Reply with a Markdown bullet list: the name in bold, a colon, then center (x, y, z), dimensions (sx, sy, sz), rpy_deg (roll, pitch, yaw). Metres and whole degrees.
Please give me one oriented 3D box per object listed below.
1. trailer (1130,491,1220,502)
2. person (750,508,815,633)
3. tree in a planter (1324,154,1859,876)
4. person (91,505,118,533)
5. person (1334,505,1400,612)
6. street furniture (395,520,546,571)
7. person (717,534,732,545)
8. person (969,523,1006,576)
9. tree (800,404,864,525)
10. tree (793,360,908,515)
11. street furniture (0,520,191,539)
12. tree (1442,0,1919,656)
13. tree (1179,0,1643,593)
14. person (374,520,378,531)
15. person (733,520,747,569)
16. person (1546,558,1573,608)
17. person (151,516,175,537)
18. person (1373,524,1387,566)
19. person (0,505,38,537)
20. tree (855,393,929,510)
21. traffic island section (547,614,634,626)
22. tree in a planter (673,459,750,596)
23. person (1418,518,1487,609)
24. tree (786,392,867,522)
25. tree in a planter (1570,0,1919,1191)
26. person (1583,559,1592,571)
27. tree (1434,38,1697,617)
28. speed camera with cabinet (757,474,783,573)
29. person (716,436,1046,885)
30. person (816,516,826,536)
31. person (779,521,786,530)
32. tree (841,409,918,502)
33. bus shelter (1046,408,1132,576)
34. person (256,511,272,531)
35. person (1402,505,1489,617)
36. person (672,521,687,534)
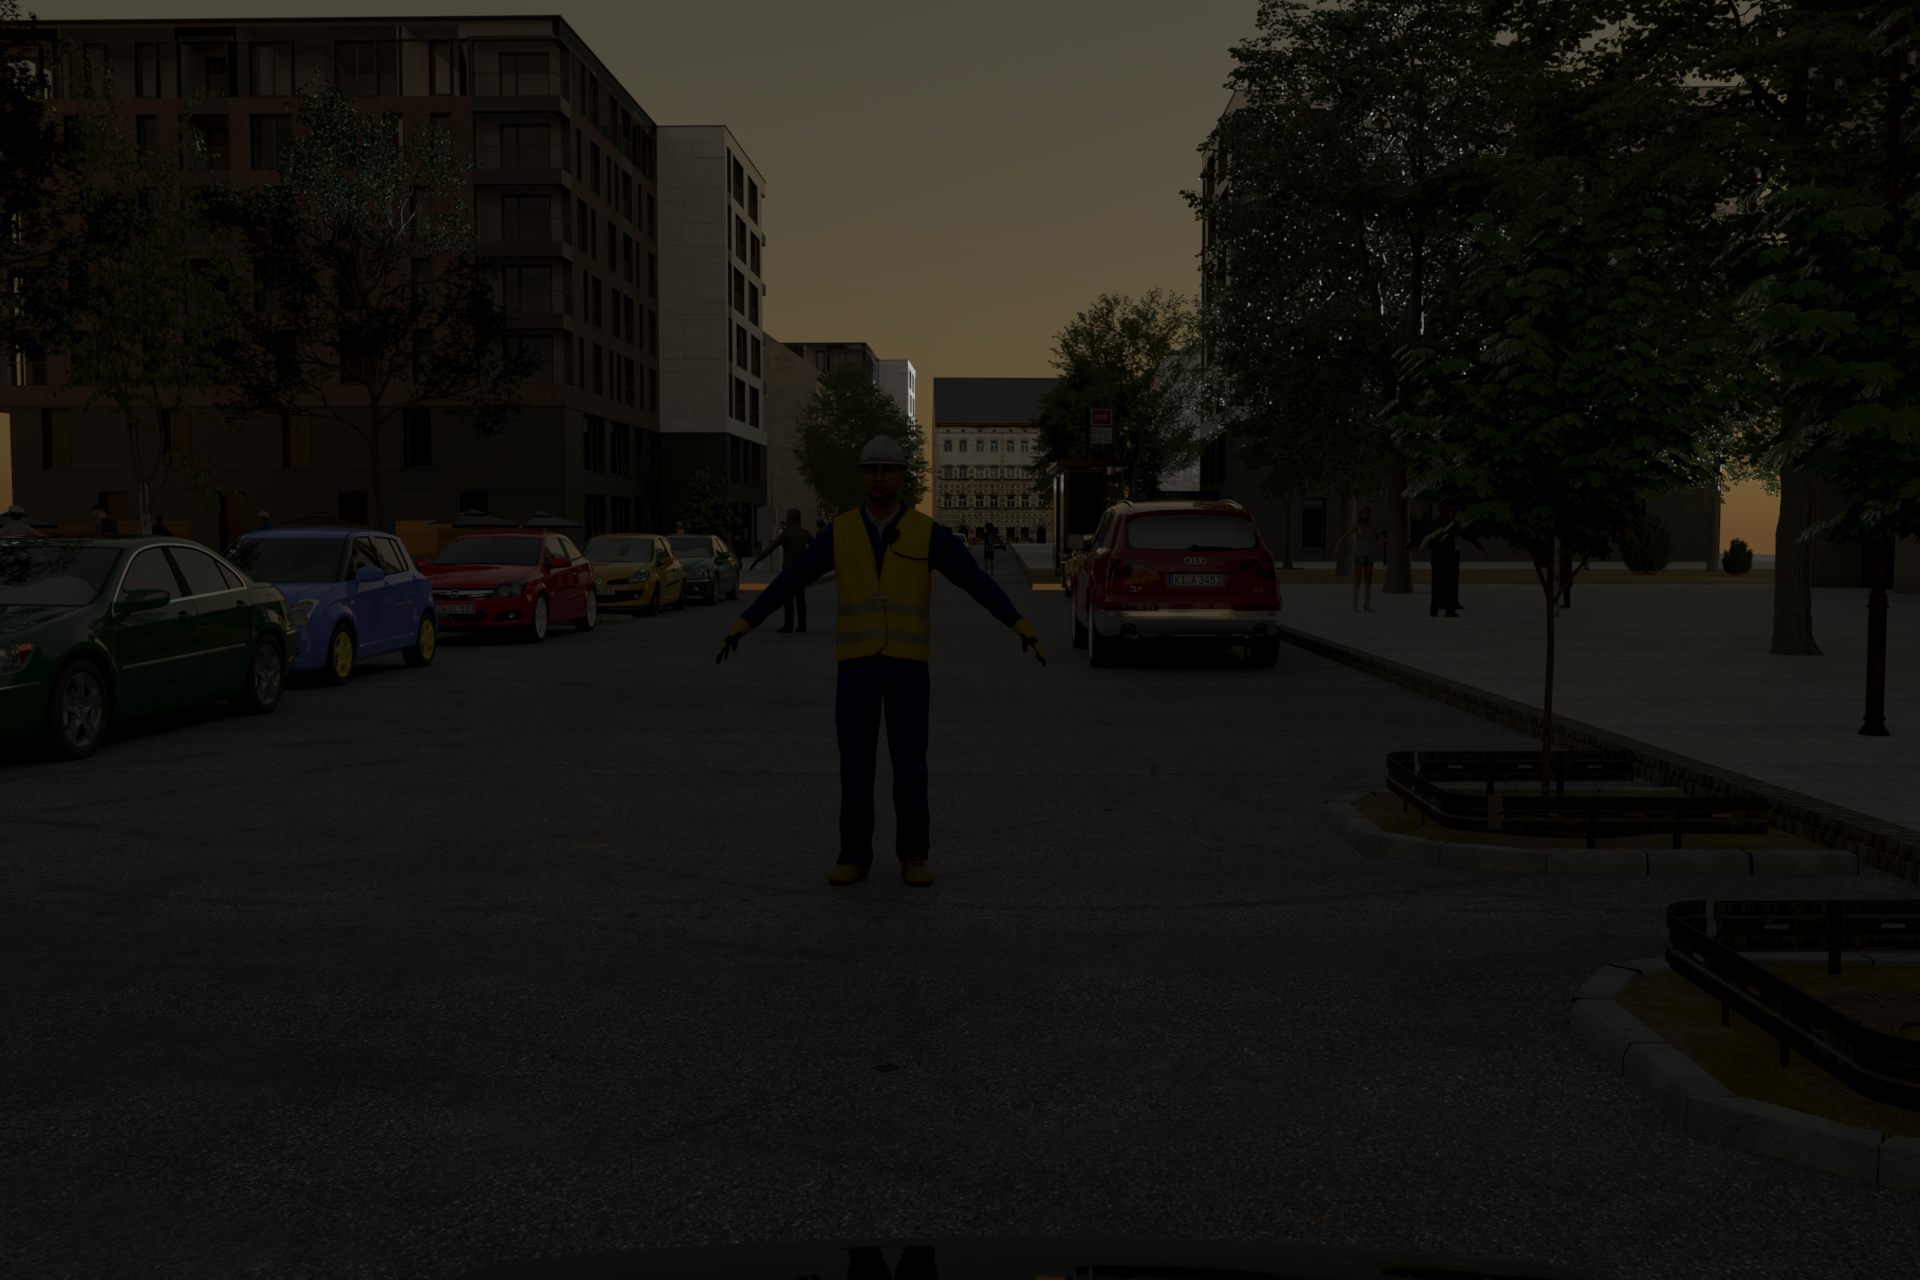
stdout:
- **trailer**: center (2.972, -1.086, 24.812), dimensions (1.471, 1.999, 3.904), rpy_deg (0, 4, 1)
- **person**: center (-2.436, -1.018, 25.227), dimensions (1.348, 1.813, 0.705), rpy_deg (-3, 4, -38)
- **tree in a planter**: center (2.805, -0.670, 8.184), dimensions (1.991, 3.239, 1.994), rpy_deg (0, 4, 2)
- **person**: center (-14.137, -1.347, 28.511), dimensions (0.683, 1.767, 0.568), rpy_deg (2, 4, 32)
- **person**: center (6.683, -1.340, 28.524), dimensions (1.214, 1.753, 0.721), rpy_deg (-1, 4, -18)
- **street furniture**: center (-17.352, -3.165, 58.603), dimensions (9.812, 1.723, 11.010), rpy_deg (3, 5, 42)
- **person**: center (-8.362, -3.199, 58.436), dimensions (1.347, 1.817, 0.704), rpy_deg (-1, 4, -10)
- **person**: center (0.986, -3.116, 59.548), dimensions (1.345, 1.843, 0.704), rpy_deg (-1, 4, -20)
- **tree**: center (-7.591, -9.061, 98.505), dimensions (4.360, 8.622, 3.978), rpy_deg (0, 3, 0)
- **tree**: center (-7.350, -11.935, 113.258), dimensions (7.486, 12.596, 7.792), rpy_deg (0, 3, 0)
- **street furniture**: center (-29.853, -3.071, 57.057), dimensions (11.010, 1.723, 9.812), rpy_deg (3, 4, 36)
- **tree**: center (8.661, -6.094, 17.766), dimensions (7.486, 12.596, 7.792), rpy_deg (0, 3, 0)
- **tree**: center (9.668, -7.997, 37.414), dimensions (9.857, 13.997, 8.962), rpy_deg (0, 3, 0)
- **person**: center (-22.282, -3.698, 66.398), dimensions (1.347, 1.837, 0.705), rpy_deg (1, 4, 23)
- **person**: center (-8.142, -3.533, 63.545), dimensions (0.705, 1.856, 1.354), rpy_deg (0, 4, -1)
- **person**: center (10.406, -1.429, 30.135), dimensions (1.217, 1.736, 0.721), rpy_deg (-1, 4, -20)
- **person**: center (-22.935, -2.668, 49.752), dimensions (1.346, 1.812, 0.704), rpy_deg (1, 4, 18)
- **person**: center (17.196, -3.842, 69.545), dimensions (1.216, 1.740, 0.721), rpy_deg (1, 4, 8)
- **person**: center (-16.311, -1.435, 29.929), dimensions (1.216, 1.778, 0.721), rpy_deg (-3, 5, -41)
- **tree**: center (-5.953, -13.560, 139.840), dimensions (7.486, 12.596, 7.792), rpy_deg (0, 3, 0)
- **traffic island section**: center (-6.387, -0.321, 28.121), dimensions (1.991, 0.108, 1.994), rpy_deg (0, 4, 1)
- **tree in a planter**: center (-6.066, -2.689, 41.189), dimensions (1.991, 3.239, 1.994), rpy_deg (0, 4, 1)
- **person**: center (8.385, -1.434, 29.598), dimensions (1.344, 1.810, 0.704), rpy_deg (-1, 4, -17)
- **tree**: center (-7.409, -8.530, 89.823), dimensions (4.360, 8.622, 3.978), rpy_deg (0, 3, 0)
- **tree in a planter**: center (2.748, -0.445, 4.506), dimensions (1.991, 3.239, 1.994), rpy_deg (0, 4, 2)
- **person**: center (21.934, -3.128, 60.416), dimensions (0.599, 1.433, 0.991), rpy_deg (-1, 4, -12)
- **tree**: center (9.092, -4.644, 26.296), dimensions (4.360, 8.622, 3.978), rpy_deg (0, 3, 0)
- **speed camera with cabinet**: center (-6.363, -3.891, 57.956), dimensions (0.660, 3.252, 2.038), rpy_deg (0, 4, 3)
- **person**: center (-0.320, 0.080, 7.122), dimensions (1.349, 1.833, 0.705), rpy_deg (0, 4, 4)
- **person**: center (-4.550, -3.099, 56.432), dimensions (0.705, 1.858, 1.354), rpy_deg (-1, 4, -16)
- **person**: center (-7.156, -3.880, 69.631), dimensions (1.347, 1.806, 0.705), rpy_deg (2, 4, 24)
- **tree**: center (-6.504, -11.624, 124.458), dimensions (7.601, 10.594, 8.767), rpy_deg (-1, 4, -8)
- **bus shelter**: center (3.784, -4.597, 52.794), dimensions (2.179, 5.291, 8.768), rpy_deg (0, 3, 0)
- **person**: center (-17.166, -2.250, 42.671), dimensions (0.705, 1.842, 1.347), rpy_deg (0, 4, 2)
- **person**: center (7.504, -1.265, 26.856), dimensions (1.348, 1.807, 0.705), rpy_deg (2, 4, 31)
- **person**: center (-10.842, -3.680, 66.637), dimensions (1.216, 1.772, 0.721), rpy_deg (-3, 5, -41)
